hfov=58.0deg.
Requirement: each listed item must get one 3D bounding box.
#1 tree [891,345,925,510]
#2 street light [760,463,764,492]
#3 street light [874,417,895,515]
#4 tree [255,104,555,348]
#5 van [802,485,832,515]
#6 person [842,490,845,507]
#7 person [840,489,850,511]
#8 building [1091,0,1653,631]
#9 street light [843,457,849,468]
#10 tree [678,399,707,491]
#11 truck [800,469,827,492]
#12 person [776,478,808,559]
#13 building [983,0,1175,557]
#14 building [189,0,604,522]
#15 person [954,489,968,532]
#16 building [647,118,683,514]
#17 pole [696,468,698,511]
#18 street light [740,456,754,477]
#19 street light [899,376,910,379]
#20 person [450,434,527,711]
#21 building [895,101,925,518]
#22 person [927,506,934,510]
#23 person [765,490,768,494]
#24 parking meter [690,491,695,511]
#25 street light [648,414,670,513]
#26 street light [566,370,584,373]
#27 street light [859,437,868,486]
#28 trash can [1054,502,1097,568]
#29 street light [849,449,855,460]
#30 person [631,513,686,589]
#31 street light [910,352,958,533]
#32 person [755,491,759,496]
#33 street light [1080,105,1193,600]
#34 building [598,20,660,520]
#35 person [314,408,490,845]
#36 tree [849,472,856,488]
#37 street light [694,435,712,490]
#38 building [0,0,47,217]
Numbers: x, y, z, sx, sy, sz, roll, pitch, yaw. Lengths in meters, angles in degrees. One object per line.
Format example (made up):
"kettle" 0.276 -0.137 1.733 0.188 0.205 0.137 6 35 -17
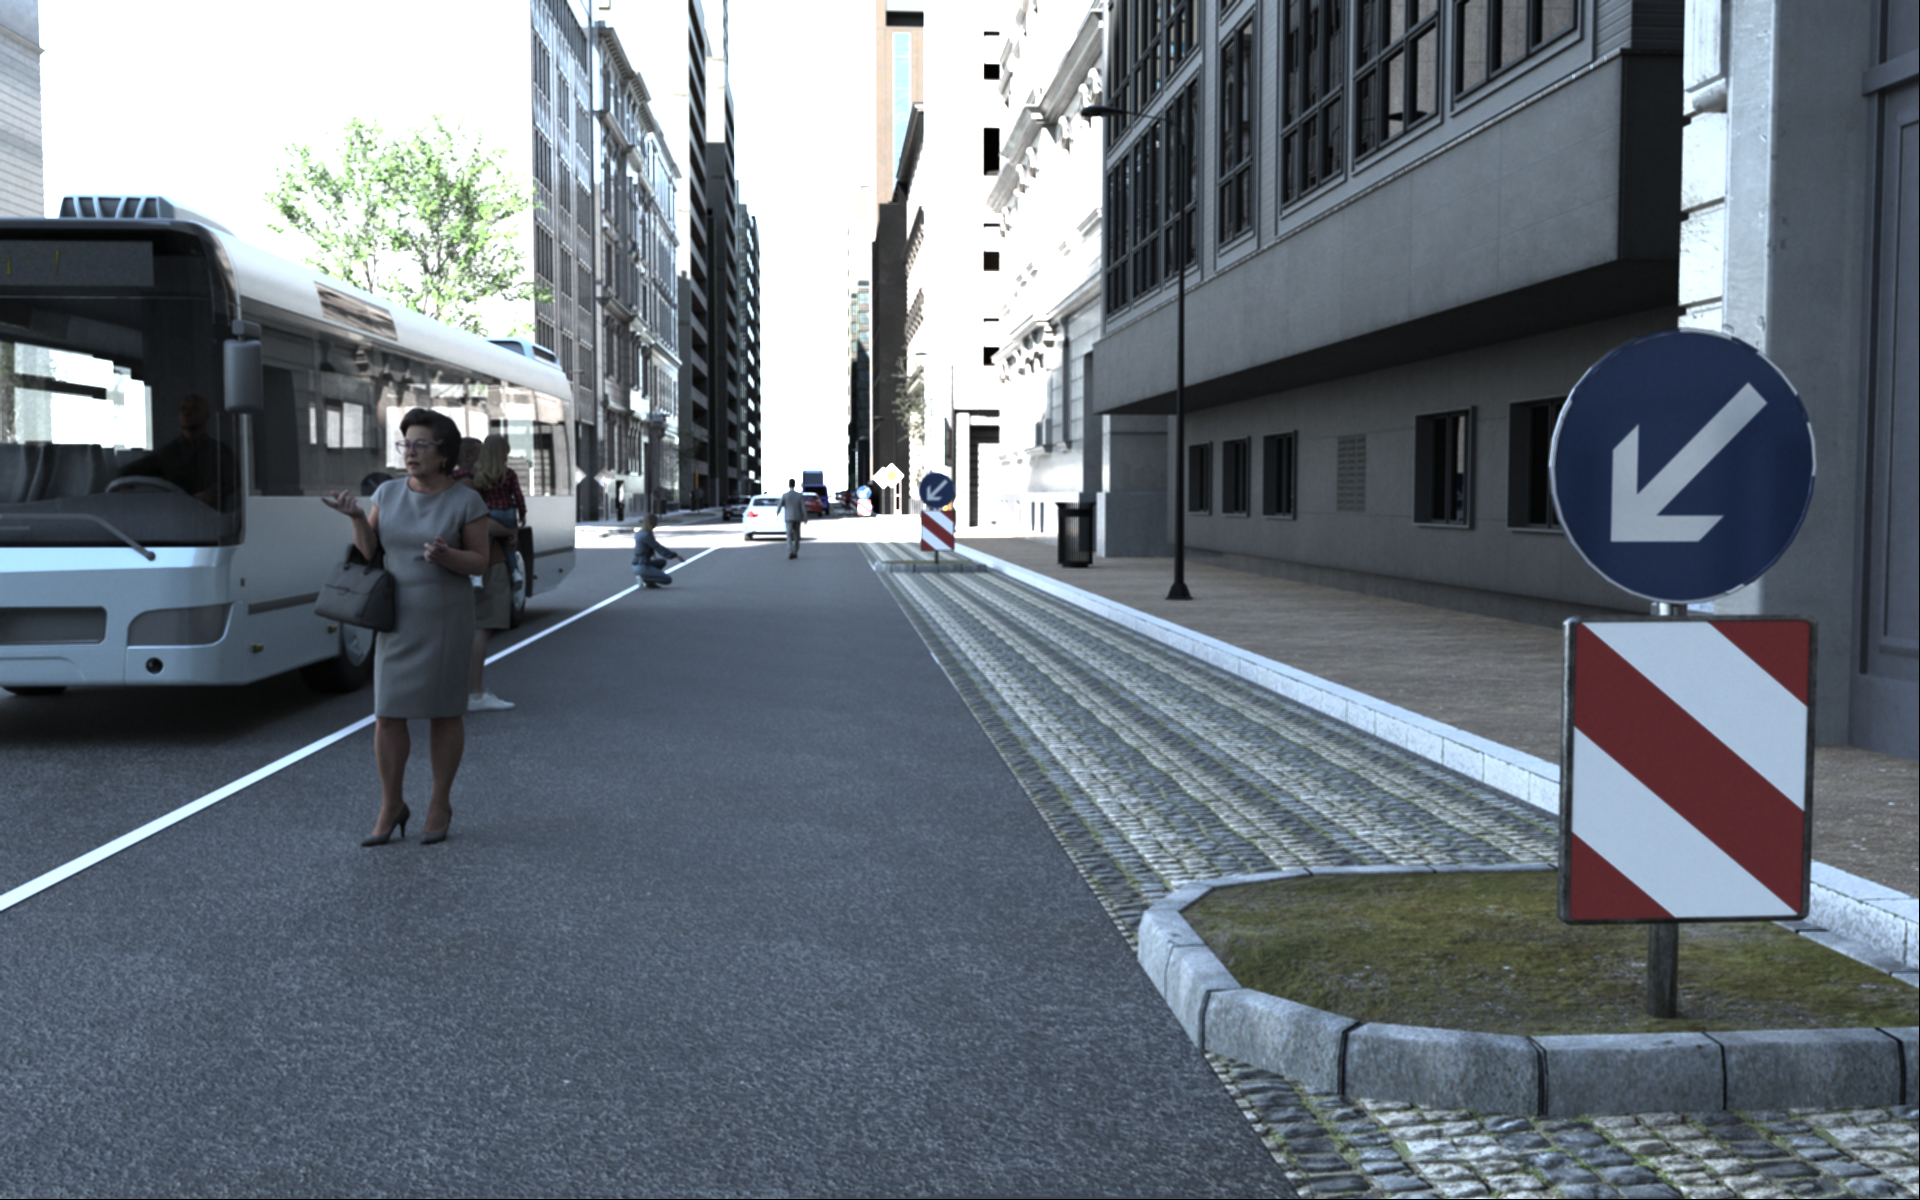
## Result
"tree" -1.419 -7.992 81.035 4.360 8.622 3.978 0 3 0
"street light" -30.027 -17.541 259.329 1.470 5.913 1.316 0 4 -5
"street light" -4.454 -8.034 103.905 1.470 5.913 1.316 0 4 -5
"tree" -14.978 -7.428 47.202 9.928 11.665 9.643 0 3 0
"van" -10.056 -7.119 120.780 2.240 2.365 5.245 0 4 -4
"person" -11.730 -10.086 173.371 0.705 1.831 1.348 -1 4 -17
"person" -9.423 -8.348 144.920 1.348 1.831 0.705 -1 4 -14
"building" 10.472 -13.968 21.879 14.314 27.812 24.014 0 4 -5
"street light" -14.272 -15.564 227.011 1.470 5.913 1.316 0 4 -5
"tree" -21.563 -11.086 131.623 4.360 8.622 3.978 0 3 0
"truck" -15.695 -11.850 183.509 2.967 4.110 18.799 0 4 -4
"person" -3.730 -1.816 38.465 0.678 1.792 0.850 -1 4 -12
"building" 8.257 -15.801 45.739 14.401 28.519 23.554 0 4 -5
"building" -22.426 -15.582 72.788 12.078 24.808 19.932 0 4 -5
"person" 0.061 -3.061 60.350 0.330 1.601 0.589 -3 5 -44
"building" -26.104 -20.240 116.827 13.634 28.700 20.117 0 4 -5
"pole" -20.373 -8.584 134.198 0.158 3.312 0.155 0 3 0
"street light" -27.207 -15.346 223.444 1.470 5.913 1.316 0 4 -5
"street light" -1.681 -5.840 68.028 1.470 5.913 1.316 0 4 -5
"person" -3.176 -0.189 11.569 0.580 1.828 0.573 1 4 17
"building" 2.431 -16.216 94.016 11.050 23.489 19.941 0 4 -5
"person" -0.841 -2.077 47.133 0.373 1.253 0.362 1 4 15
"person" -15.703 -8.098 141.608 0.721 1.736 1.217 -1 4 -9
"parking meter" -20.052 -7.438 130.018 0.372 1.533 0.369 0 3 0
"street light" -17.555 -7.854 100.953 1.470 5.913 1.316 0 4 -5
"street light" -14.786 -5.657 65.035 1.470 5.913 1.316 0 4 -5
"street light" -7.724 -10.509 144.364 1.470 5.913 1.316 0 4 -5
"trash can" 2.015 -1.138 30.265 0.748 1.137 0.748 0 3 0
"street light" -10.499 -12.703 180.240 1.470 5.913 1.316 0 4 -5
"person" -4.654 -0.757 26.377 0.738 1.151 1.012 -1 4 -23
"street light" -0.795 -5.152 56.773 1.470 5.913 1.316 0 4 -5
"person" -22.579 -11.276 193.538 1.217 1.739 0.721 -3 4 -38
"street light" 2.131 -2.958 20.909 1.470 5.913 1.316 0 4 -5
"building" -24.259 -18.771 94.300 14.401 28.519 23.554 0 4 -5
"person" -2.298 0.110 7.063 0.716 1.782 0.532 0 4 3
"tree" -12.756 -14.656 223.339 4.285 4.588 4.351 0 3 0
"street light" -20.756 -10.266 140.384 1.470 5.913 1.316 0 4 -5
"building" -52.485 -17.626 65.682 29.804 29.767 11.434 0 4 -5
